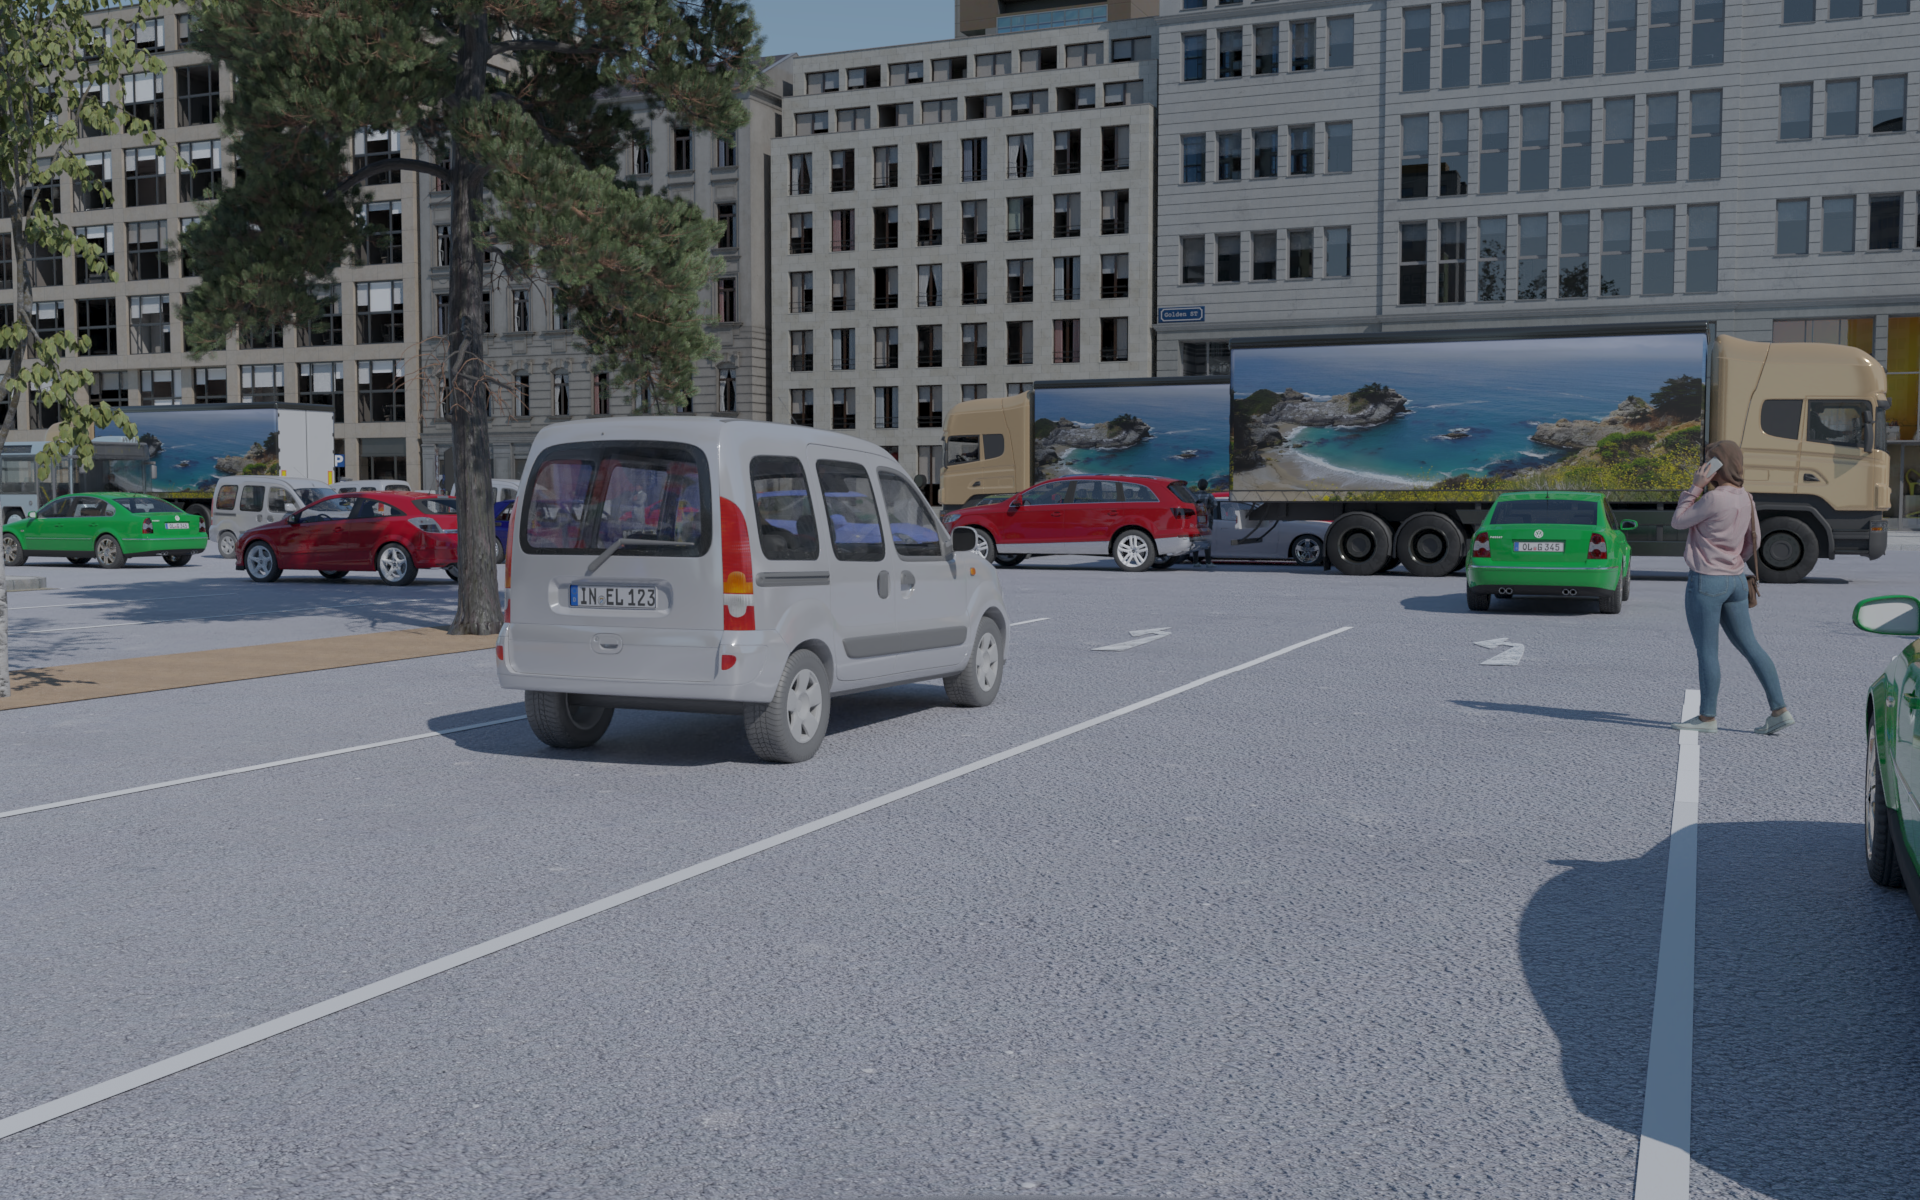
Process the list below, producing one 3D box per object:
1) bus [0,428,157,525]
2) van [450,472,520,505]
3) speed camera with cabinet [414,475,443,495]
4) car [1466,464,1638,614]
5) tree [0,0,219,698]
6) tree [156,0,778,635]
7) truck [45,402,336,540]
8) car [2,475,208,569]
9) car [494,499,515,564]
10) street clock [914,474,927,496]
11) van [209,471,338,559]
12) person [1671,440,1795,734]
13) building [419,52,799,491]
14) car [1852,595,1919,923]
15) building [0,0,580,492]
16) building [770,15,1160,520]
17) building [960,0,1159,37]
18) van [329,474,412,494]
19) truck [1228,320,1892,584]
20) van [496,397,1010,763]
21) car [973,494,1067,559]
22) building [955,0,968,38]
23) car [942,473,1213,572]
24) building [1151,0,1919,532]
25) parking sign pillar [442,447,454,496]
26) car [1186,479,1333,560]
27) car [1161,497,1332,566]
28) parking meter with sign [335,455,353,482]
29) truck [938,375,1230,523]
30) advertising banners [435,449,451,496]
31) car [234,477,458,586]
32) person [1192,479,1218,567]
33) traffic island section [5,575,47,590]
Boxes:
[{"bbox_3d":[-29.930,-3.561,53.077,13.247,3.499,2.948,1,4,23],"label":"bus"},{"bbox_3d":[-11.753,-2.422,46.607,4.112,2.044,2.013,1,4,23],"label":"van"},{"bbox_3d":[-23.883,-5.173,78.907,2.038,3.252,0.660,1,4,22],"label":"speed camera with cabinet"},{"bbox_3d":[7.636,-0.824,22.267,1.959,1.807,4.718,2,4,23],"label":"car"},{"bbox_3d":[-6.813,-3.599,11.669,4.737,8.622,4.395,0,3,0],"label":"tree"},{"bbox_3d":[-4.997,-5.681,17.400,6.751,12.117,7.091,0,3,0],"label":"tree"},{"bbox_3d":[-25.278,-4.097,55.897,11.283,4.237,2.839,2,4,25],"label":"truck"},{"bbox_3d":[-17.168,-1.564,34.369,4.718,1.807,1.959,2,4,24],"label":"car"},{"bbox_3d":[-8.083,-1.407,35.586,3.894,1.354,1.945,2,4,23],"label":"car"},{"bbox_3d":[-1.464,-3.635,64.007,0.471,2.002,0.358,3,5,43],"label":"street clock"},{"bbox_3d":[-14.636,-1.921,38.415,4.112,2.044,2.013,2,4,24],"label":"van"},{"bbox_3d":[4.617,-0.076,10.325,0.593,1.750,0.643,-2,4,-35],"label":"person"},{"bbox_3d":[-15.183,-14.205,81.406,18.267,20.994,9.793,2,4,23],"label":"building"},{"bbox_3d":[3.573,0.248,4.744,1.959,1.807,4.718,2,4,24],"label":"car"},{"bbox_3d":[-37.275,-17.839,96.187,34.151,26.468,19.350,2,4,23],"label":"building"},{"bbox_3d":[1.692,-13.517,75.750,16.860,20.320,10.420,2,4,23],"label":"building"},{"bbox_3d":[9.501,-30.107,142.364,14.600,45.320,14.200,2,4,23],"label":"building"},{"bbox_3d":[-18.232,-2.725,51.561,4.112,2.044,2.013,1,4,23],"label":"van"},{"bbox_3d":[10.420,-2.508,29.915,11.283,4.237,2.839,2,4,24],"label":"truck"},{"bbox_3d":[-1.047,-0.230,10.769,2.013,2.044,4.112,1,4,23],"label":"van"},{"bbox_3d":[1.213,-1.713,39.812,2.131,1.459,4.920,1,4,22],"label":"car"},{"bbox_3d":[12.951,-44.063,158.685,20.611,71.187,20.563,2,4,23],"label":"building"},{"bbox_3d":[2.163,-1.500,33.204,5.304,1.827,2.281,1,4,23],"label":"car"},{"bbox_3d":[23.401,-17.692,66.759,29.804,29.767,11.434,2,4,23],"label":"building"},{"bbox_3d":[-21.666,-5.283,74.841,1.447,3.967,1.447,-2,4,-34],"label":"parking sign pillar"},{"bbox_3d":[6.626,-1.762,37.848,4.494,1.783,2.155,1,4,23],"label":"car"},{"bbox_3d":[5.923,-1.427,35.696,4.827,1.381,2.083,2,4,24],"label":"car"},{"bbox_3d":[-27.327,-4.944,77.103,0.543,3.016,1.738,0,4,1],"label":"parking meter with sign"},{"bbox_3d":[4.360,-3.306,42.970,11.283,4.237,2.839,2,4,25],"label":"truck"},{"bbox_3d":[-19.756,-4.277,66.119,0.090,3.025,2.074,-2,4,-30],"label":"advertising banners"},{"bbox_3d":[-9.790,-1.176,28.267,4.494,1.783,2.155,2,4,23],"label":"car"},{"bbox_3d":[4.733,-1.512,33.948,0.841,1.734,0.376,3,5,41],"label":"person"},{"bbox_3d":[-15.144,-0.208,25.680,2.009,0.180,2.903,2,4,23],"label":"traffic island section"}]
